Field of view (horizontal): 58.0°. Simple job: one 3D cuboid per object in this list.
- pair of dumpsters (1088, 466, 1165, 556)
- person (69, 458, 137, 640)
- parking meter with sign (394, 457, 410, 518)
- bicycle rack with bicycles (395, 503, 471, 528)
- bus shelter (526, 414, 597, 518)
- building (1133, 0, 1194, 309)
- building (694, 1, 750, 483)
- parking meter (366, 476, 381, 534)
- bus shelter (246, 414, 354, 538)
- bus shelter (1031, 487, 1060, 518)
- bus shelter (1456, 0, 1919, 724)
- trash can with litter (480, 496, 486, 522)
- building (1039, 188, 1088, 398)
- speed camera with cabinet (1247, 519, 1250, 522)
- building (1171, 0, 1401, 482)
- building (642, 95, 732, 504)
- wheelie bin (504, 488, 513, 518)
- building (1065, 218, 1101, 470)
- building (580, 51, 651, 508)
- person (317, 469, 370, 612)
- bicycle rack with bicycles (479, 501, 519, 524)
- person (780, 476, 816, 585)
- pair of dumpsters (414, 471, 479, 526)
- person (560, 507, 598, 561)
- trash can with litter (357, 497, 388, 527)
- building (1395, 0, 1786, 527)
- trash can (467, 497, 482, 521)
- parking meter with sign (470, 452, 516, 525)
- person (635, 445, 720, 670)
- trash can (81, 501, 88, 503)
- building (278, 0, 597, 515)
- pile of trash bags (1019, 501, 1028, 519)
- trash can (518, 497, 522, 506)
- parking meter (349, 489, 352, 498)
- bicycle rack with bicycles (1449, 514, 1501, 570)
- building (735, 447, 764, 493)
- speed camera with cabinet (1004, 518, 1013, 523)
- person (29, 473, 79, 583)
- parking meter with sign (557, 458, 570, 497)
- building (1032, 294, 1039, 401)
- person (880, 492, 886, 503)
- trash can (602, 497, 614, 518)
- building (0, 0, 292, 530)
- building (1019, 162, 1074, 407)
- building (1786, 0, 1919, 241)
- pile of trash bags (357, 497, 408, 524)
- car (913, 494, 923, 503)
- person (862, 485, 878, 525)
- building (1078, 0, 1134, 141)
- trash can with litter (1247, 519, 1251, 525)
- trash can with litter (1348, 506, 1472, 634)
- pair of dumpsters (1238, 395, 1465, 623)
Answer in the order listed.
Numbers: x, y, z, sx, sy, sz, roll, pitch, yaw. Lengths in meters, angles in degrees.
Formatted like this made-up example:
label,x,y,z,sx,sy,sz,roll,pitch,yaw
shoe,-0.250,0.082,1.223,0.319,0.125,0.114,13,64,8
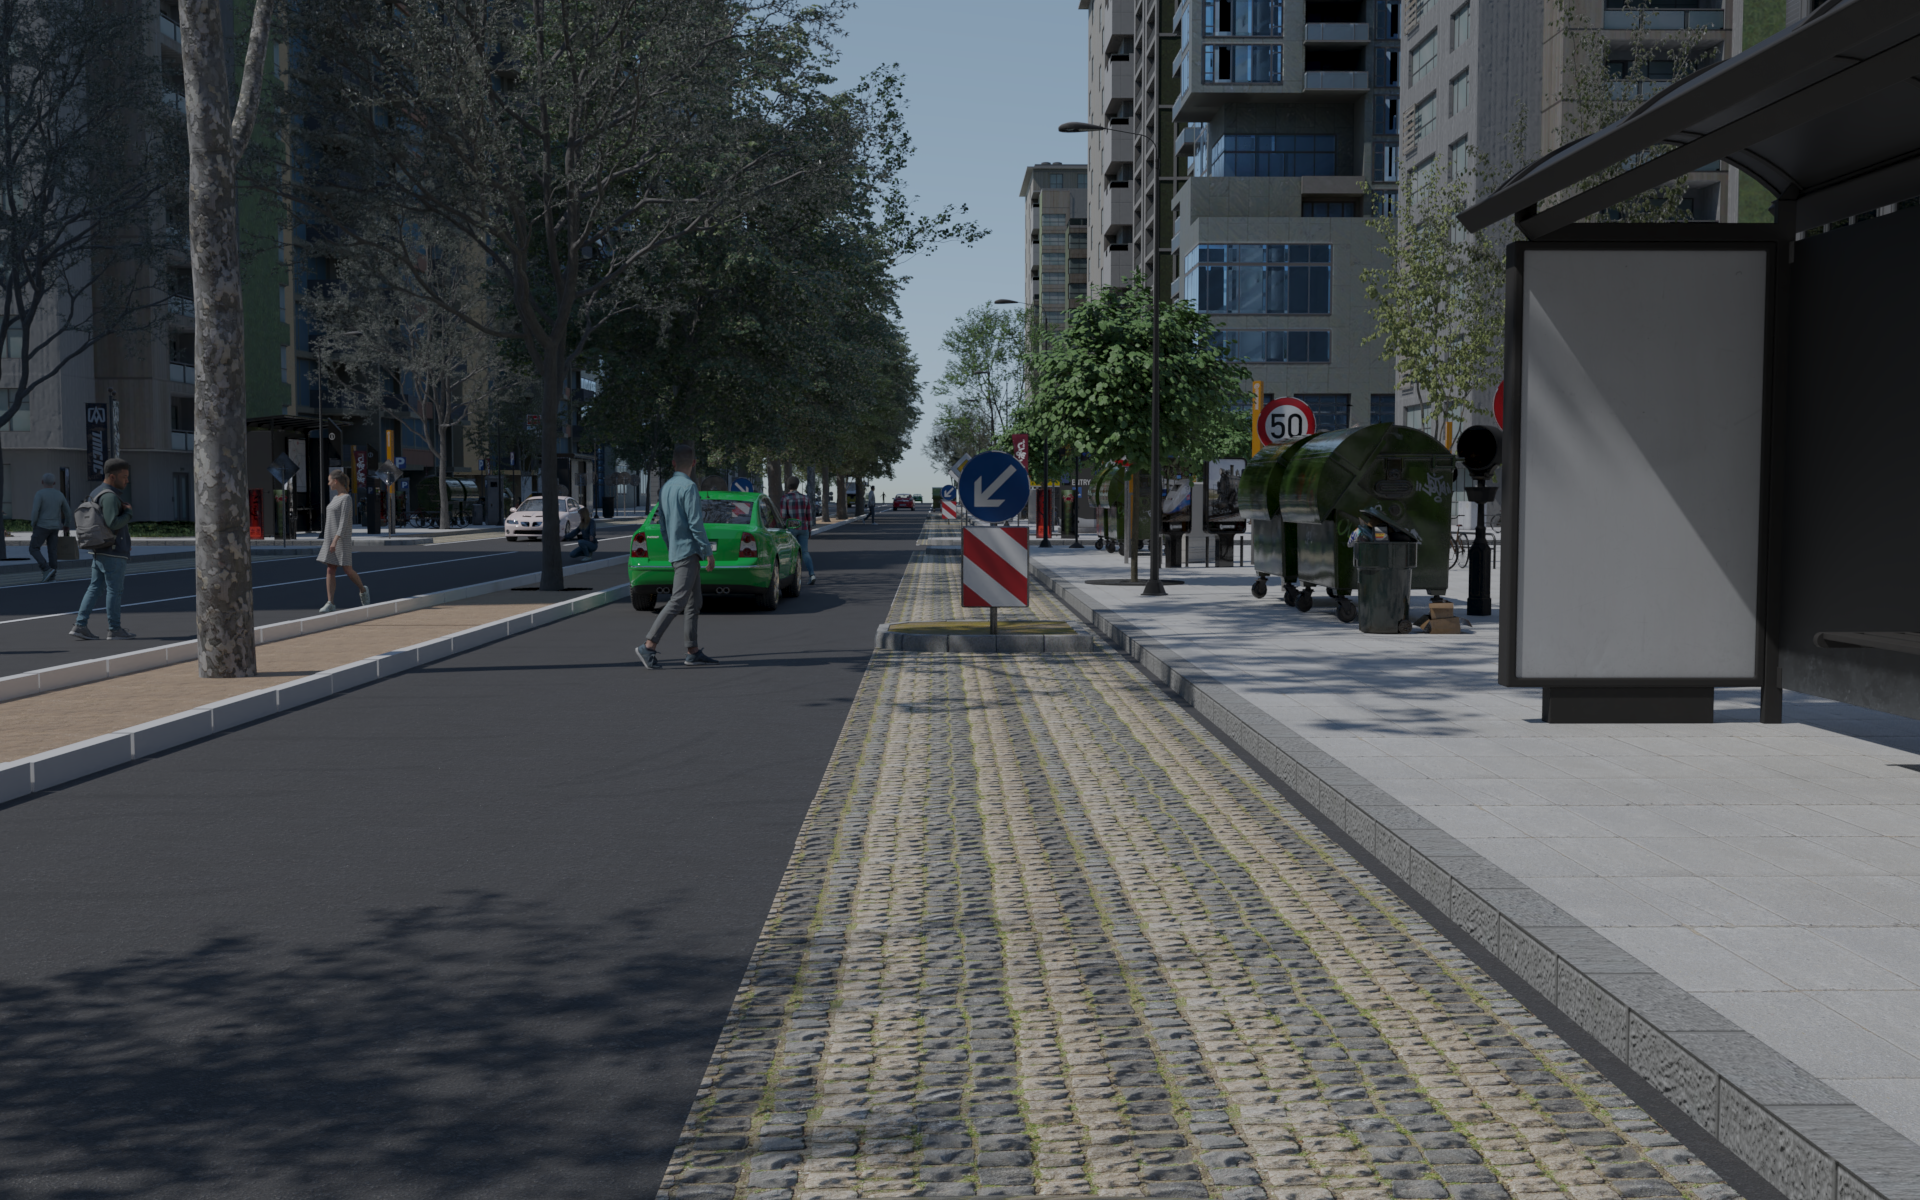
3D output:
label,x,y,z,sx,sy,sz,roll,pitch,yaw
pair of dumpsters,3.764,-2.160,37.808,1.574,2.255,4.437,0,4,-1
person,-8.346,-0.498,16.983,0.623,1.781,0.721,2,4,34
parking meter with sign,-25.952,-5.165,80.708,0.543,3.016,1.738,-2,4,-26
bicycle rack with bicycles,-20.129,-3.211,65.889,2.925,0.926,2.852,-1,4,-12
bus shelter,-20.754,-6.865,89.880,2.179,5.291,8.768,0,4,-1
building,22.850,-42.706,136.490,20.563,71.187,20.611,0,4,-1
building,-42.010,-50.028,256.205,20.563,71.187,20.611,0,4,-1
parking meter,-18.736,-3.036,55.352,0.399,1.863,0.255,1,4,23
bus shelter,-20.811,-3.846,54.164,1.731,3.624,6.357,0,4,-1
bus shelter,4.278,-6.299,80.620,2.179,5.291,8.768,0,4,-1
bus shelter,3.845,-0.808,7.130,2.014,3.302,5.546,0,4,-1
trash can with litter,-21.957,-4.183,79.783,0.624,1.170,1.055,0,4,-5
building,17.613,-33.654,233.830,14.154,41.232,14.086,0,4,-1
speed camera with cabinet,12.749,-4.990,75.917,0.660,3.252,2.038,0,4,2
building,21.231,-48.337,102.979,22.319,86.520,31.000,0,4,-1
building,-42.978,-42.215,232.211,21.231,58.520,28.212,0,4,-1
wheelie bin,-24.240,-5.182,92.630,0.693,1.594,0.980,0,4,2
building,17.949,-25.159,183.047,14.160,30.474,14.107,0,4,-1
building,-42.015,-52.254,167.021,22.319,86.520,31.000,0,4,-1
person,-7.585,-0.733,21.235,0.466,1.731,0.760,1,4,18
bicycle rack with bicycles,-20.369,-3.776,75.115,2.852,0.926,2.925,-2,4,-24
person,-2.585,-1.105,27.402,0.563,1.720,0.643,-2,4,-30
pair of dumpsters,-21.038,-4.190,70.999,1.574,2.255,4.437,0,4,-1
person,-8.063,-1.416,37.148,0.738,1.151,1.012,-3,5,-44
trash can with litter,-23.101,-3.469,68.112,1.055,1.170,0.624,-3,5,-44
building,26.131,-23.548,68.601,14.086,41.232,14.154,0,4,-1
trash can,-21.772,-4.028,77.516,0.748,1.137,0.748,0,3,0
parking meter with sign,-19.208,-4.593,71.360,1.738,3.016,0.543,-2,4,-30
person,-2.354,-0.365,14.337,0.748,1.841,0.638,-1,4,-22
trash can,-18.999,-1.627,38.260,0.748,1.137,0.748,0,3,0
building,-41.771,-29.590,138.418,22.147,44.769,28.867,0,4,-1
pile of trash bags,3.774,-4.854,89.118,1.912,1.369,3.447,-1,4,-19
trash can,-22.313,-4.721,88.841,0.748,1.137,0.748,0,3,0
parking meter,-26.516,-4.110,75.615,0.372,1.533,0.369,0,3,0
bicycle rack with bicycles,7.996,-1.022,30.090,2.852,0.926,2.925,-1,4,-12
building,-39.017,-36.166,274.902,14.154,41.232,14.086,0,4,-1
speed camera with cabinet,2.189,-5.147,78.487,0.660,3.252,2.038,1,4,23
person,-14.725,-1.174,28.174,0.515,1.767,0.782,2,4,24
parking meter with sign,-19.581,-5.302,82.945,1.738,3.016,0.543,-1,4,-10
building,17.228,-29.231,249.632,14.160,30.474,14.107,0,4,-1
person,-12.145,-16.271,274.552,1.348,1.821,0.705,3,5,42
trash can,-18.673,-4.909,91.910,0.748,1.137,0.748,0,3,0
building,-35.313,-23.370,65.691,14.154,41.232,14.086,0,4,-1
building,24.151,-41.655,270.302,28.713,52.752,27.495,0,4,-1
building,20.910,-13.727,17.939,14.314,27.812,24.014,0,4,-1
pile of trash bags,-25.189,-3.915,73.769,3.447,1.369,1.912,0,4,7
car,-6.972,-16.732,282.356,1.959,1.807,4.718,0,4,-3
person,-4.208,-4.437,80.884,0.795,1.843,0.661,0,4,3
building,26.348,-34.977,161.111,28.713,52.752,27.495,0,4,-1
trash can with litter,11.988,-3.752,72.736,1.055,1.170,0.624,0,4,-4
trash can with litter,4.162,-0.284,16.039,1.055,1.170,0.624,0,4,0
pair of dumpsters,4.232,-1.021,19.183,1.574,2.255,4.437,0,4,-1
